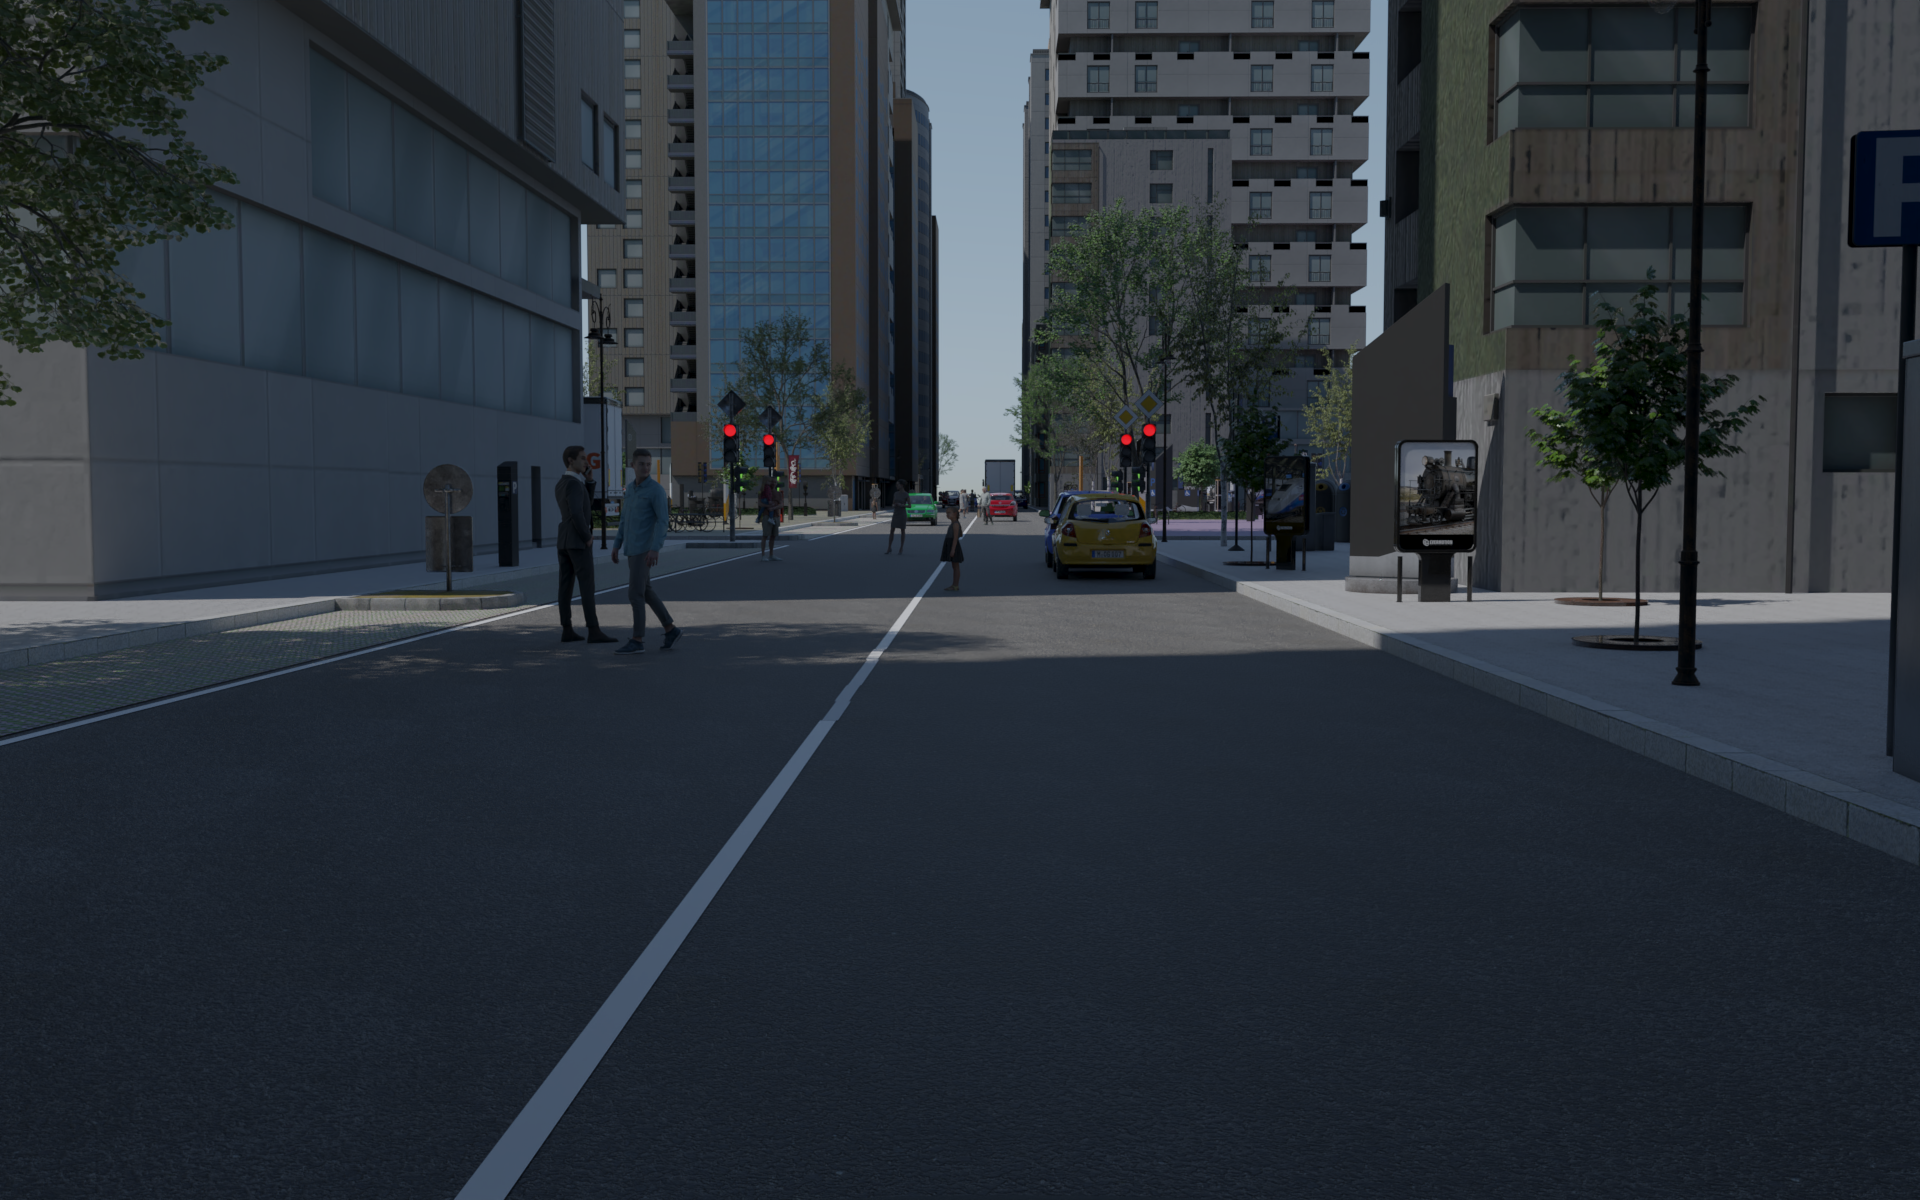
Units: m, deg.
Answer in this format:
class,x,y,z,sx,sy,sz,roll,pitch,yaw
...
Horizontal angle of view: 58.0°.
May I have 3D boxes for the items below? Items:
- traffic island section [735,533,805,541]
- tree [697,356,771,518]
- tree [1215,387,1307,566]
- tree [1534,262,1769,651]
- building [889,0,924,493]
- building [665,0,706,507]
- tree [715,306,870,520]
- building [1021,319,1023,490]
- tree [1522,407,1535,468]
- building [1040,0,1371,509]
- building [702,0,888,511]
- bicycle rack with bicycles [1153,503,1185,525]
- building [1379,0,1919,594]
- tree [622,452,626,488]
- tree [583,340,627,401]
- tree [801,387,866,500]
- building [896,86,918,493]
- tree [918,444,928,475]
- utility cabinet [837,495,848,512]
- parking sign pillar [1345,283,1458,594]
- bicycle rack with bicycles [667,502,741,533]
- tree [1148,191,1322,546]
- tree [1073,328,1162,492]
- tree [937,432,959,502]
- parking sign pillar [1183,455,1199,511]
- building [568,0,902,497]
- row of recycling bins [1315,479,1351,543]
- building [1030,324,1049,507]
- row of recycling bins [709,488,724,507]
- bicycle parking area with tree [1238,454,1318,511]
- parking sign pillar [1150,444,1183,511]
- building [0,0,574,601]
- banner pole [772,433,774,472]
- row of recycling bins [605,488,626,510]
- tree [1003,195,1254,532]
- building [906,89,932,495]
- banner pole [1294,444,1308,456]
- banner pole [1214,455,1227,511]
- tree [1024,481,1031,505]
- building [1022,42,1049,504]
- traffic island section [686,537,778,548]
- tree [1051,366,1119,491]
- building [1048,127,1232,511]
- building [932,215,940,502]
class,x,y,z,sx,sy,sz,roll,pitch,yaw
traffic island section,-6.014,-1.987,54.772,2.009,0.180,2.903,0,4,1
tree,-11.981,-8.668,92.092,4.360,8.622,3.978,0,3,0
tree,5.410,-2.241,31.249,1.663,3.219,1.824,0,3,0
tree,5.851,-1.218,14.515,1.663,3.219,1.824,0,3,0
building,-15.125,-48.005,223.137,20.563,71.187,20.611,0,4,1
building,-14.584,-29.749,136.505,14.600,45.320,14.200,0,4,1
tree,-8.211,-9.223,85.212,8.767,10.594,7.601,1,4,15
building,17.011,-31.209,281.960,14.160,30.474,14.107,0,4,1
tree,7.370,-1.566,20.210,1.663,3.219,1.824,0,3,0
building,22.046,-34.934,160.412,28.713,52.752,27.495,0,4,1
building,-13.557,-30.615,150.661,14.600,45.320,14.200,0,4,1
bicycle rack with bicycles,7.646,-3.664,73.295,2.852,0.926,2.925,-1,4,-8
building,14.194,-15.696,28.325,14.160,30.474,14.107,0,4,1
tree,-23.008,-8.025,114.914,4.285,4.588,4.351,0,3,0
tree,-17.626,-7.928,79.984,4.737,8.622,4.395,0,3,0
tree,-8.251,-10.132,116.023,4.360,8.622,3.978,0,3,0
building,-11.885,-33.179,192.585,14.600,45.320,14.200,0,4,1
tree,-6.182,-15.527,204.227,4.360,8.622,3.978,0,3,0
utility cabinet,-8.712,-7.099,127.234,1.020,1.237,0.306,-3,5,-41
parking sign pillar,5.818,-2.096,22.738,1.447,3.967,1.447,3,5,40
bicycle rack with bicycles,-9.352,-2.749,58.326,2.925,0.926,2.852,-2,4,-33
tree,6.506,-5.611,42.101,4.360,8.622,3.978,0,3,0
tree,6.891,-7.770,77.403,4.737,8.622,4.395,0,3,0
tree,-3.974,-22.240,289.383,9.928,11.665,9.643,0,3,0
parking sign pillar,14.343,-7.362,108.840,1.447,3.967,1.447,1,4,22
building,-20.608,-35.605,171.380,28.713,52.752,27.495,0,4,1
row of recycling bins,10.609,-2.350,45.537,1.069,1.692,3.534,-3,4,-37
building,21.840,-21.131,190.537,27.650,21.520,28.899,0,4,1
row of recycling bins,-17.598,-7.245,125.570,1.069,1.692,3.534,0,4,-3
bicycle parking area with tree,23.232,-8.449,125.135,8.231,4.147,9.016,1,4,16
parking sign pillar,10.799,-6.386,92.876,1.447,3.967,1.447,-3,4,-39
building,-22.323,-27.152,33.181,27.495,52.752,28.713,0,4,1
banner pole,-7.682,-4.945,70.874,0.401,3.779,0.863,-1,4,-15
row of recycling bins,-25.529,-7.294,126.372,3.534,1.692,1.069,3,5,40
tree,6.136,-8.167,59.286,9.928,11.665,9.643,0,3,0
building,-14.996,-43.187,248.101,21.231,58.520,28.212,0,4,1
banner pole,16.940,-5.892,86.345,0.863,3.779,0.401,0,4,-3
banner pole,14.989,-6.735,100.133,0.863,3.779,0.401,0,4,-1
tree,8.596,-13.375,213.288,1.663,3.219,1.824,0,3,0
building,19.627,-42.160,231.315,21.231,58.520,28.212,0,4,1
traffic island section,-6.166,-1.499,46.788,2.009,0.180,2.903,0,4,1
tree,7.466,-9.072,98.682,4.360,8.622,3.978,0,3,0
building,14.165,-22.555,140.475,14.160,30.474,14.107,0,4,1
building,-10.396,-37.907,269.892,14.600,45.320,14.200,0,4,1
